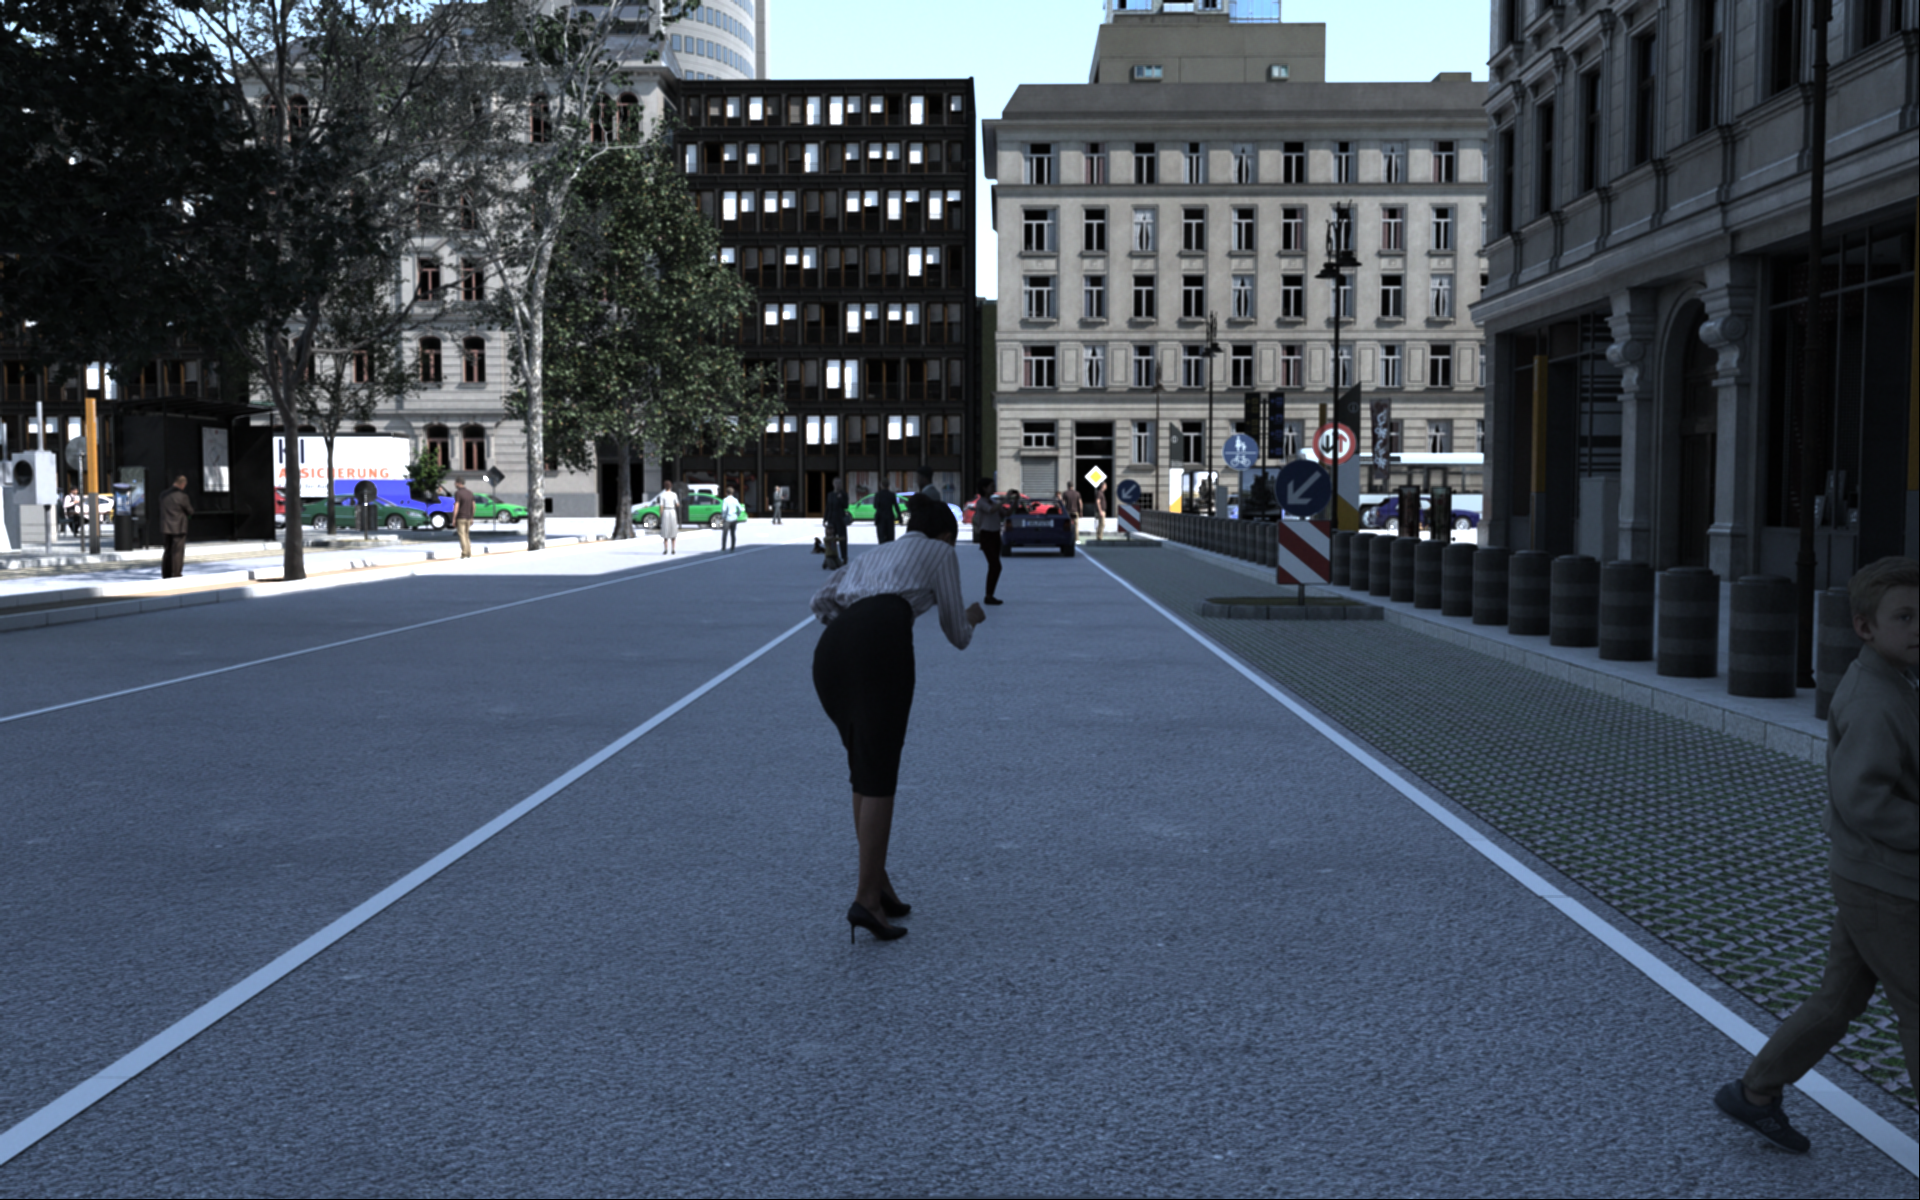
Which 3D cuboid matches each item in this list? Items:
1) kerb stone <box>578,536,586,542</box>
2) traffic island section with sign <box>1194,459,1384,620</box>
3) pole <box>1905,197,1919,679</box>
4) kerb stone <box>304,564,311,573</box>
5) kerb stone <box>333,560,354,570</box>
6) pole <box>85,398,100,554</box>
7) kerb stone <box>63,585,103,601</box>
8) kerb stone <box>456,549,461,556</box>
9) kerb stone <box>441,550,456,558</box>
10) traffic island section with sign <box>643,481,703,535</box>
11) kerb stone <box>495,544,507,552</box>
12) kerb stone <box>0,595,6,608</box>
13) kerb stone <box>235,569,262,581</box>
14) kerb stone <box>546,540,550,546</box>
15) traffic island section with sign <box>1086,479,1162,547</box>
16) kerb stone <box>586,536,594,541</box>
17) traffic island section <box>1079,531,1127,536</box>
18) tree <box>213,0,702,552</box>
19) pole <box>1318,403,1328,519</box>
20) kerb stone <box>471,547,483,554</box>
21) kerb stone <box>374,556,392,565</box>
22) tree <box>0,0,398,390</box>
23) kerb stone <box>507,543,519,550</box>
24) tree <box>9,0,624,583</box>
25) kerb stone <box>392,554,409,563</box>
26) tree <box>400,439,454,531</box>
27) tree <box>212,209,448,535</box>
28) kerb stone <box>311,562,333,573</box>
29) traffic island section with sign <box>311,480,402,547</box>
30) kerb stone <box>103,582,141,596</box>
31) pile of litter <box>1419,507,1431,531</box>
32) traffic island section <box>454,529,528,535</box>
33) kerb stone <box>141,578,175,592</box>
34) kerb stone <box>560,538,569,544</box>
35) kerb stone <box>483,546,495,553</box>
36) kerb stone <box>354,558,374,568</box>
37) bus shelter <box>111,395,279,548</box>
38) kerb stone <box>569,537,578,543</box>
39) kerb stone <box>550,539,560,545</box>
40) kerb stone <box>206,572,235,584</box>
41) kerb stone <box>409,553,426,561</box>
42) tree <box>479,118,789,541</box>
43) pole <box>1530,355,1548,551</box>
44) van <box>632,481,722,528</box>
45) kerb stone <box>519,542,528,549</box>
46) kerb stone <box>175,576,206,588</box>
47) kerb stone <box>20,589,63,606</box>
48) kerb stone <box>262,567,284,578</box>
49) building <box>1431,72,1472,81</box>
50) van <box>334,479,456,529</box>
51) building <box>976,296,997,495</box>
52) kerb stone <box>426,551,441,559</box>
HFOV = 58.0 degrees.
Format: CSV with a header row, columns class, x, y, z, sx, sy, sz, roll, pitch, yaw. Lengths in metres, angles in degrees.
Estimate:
class,x,y,z,sx,sy,sz,roll,pitch,yaw
kerb stone,-11.334,-1.776,51.352,0.120,0.150,1.000,0,4,1
traffic island section with sign,3.826,-0.727,20.520,1.989,1.847,2.006,0,4,1
pole,6.658,-1.108,11.963,0.158,3.312,0.155,0,3,0
kerb stone,-11.829,-0.523,30.755,0.120,0.150,1.000,0,4,1
kerb stone,-11.787,-0.650,32.829,0.120,0.150,1.000,0,4,1
pole,-18.465,-2.632,36.876,0.158,3.312,0.155,0,3,0
kerb stone,-12.008,-0.083,23.560,0.120,0.150,1.000,0,4,1
kerb stone,-11.612,-1.091,40.037,0.120,0.150,1.000,0,4,1
kerb stone,-11.636,-1.023,39.011,0.120,0.150,1.000,0,4,1
traffic island section with sign,-10.043,-3.258,61.410,2.006,1.907,1.989,0,4,1
kerb stone,-11.535,-1.280,43.124,0.120,0.150,1.000,0,4,1
kerb stone,-12.045,0.043,21.495,0.120,0.150,1.000,0,4,1
kerb stone,-11.878,-0.398,28.702,0.120,0.150,1.000,0,4,1
kerb stone,-11.430,-1.531,47.235,0.120,0.150,1.000,0,4,1
traffic island section with sign,4.471,-2.381,47.550,1.989,1.847,2.006,0,4,1
kerb stone,-11.313,-1.846,52.377,0.120,0.150,1.000,0,4,1
traffic island section,4.784,-2.357,60.819,2.009,0.180,2.903,0,4,1
tree,-11.231,-11.191,41.327,12.611,20.169,13.585,0,3,0
pole,8.187,-2.769,39.109,0.158,3.312,0.155,0,3,0
kerb stone,-11.582,-1.154,41.062,0.120,0.150,1.000,0,4,1
kerb stone,-11.734,-0.777,34.892,0.120,0.150,1.000,0,4,1
tree,-10.943,-5.941,16.609,9.611,12.733,9.660,0,3,0
kerb stone,-11.514,-1.343,44.151,0.120,0.150,1.000,0,4,1
tree,-10.824,-7.026,27.698,12.009,13.543,11.850,0,3,0
kerb stone,-11.711,-0.838,35.921,0.120,0.150,1.000,0,4,1
tree,-18.827,-4.057,60.927,1.663,3.219,1.824,0,3,0
tree,-19.938,-7.314,53.998,8.767,10.594,7.601,1,4,16
kerb stone,-11.806,-0.587,31.790,0.120,0.150,1.000,0,4,1
traffic island section with sign,-16.499,-2.384,47.608,1.989,1.847,2.006,0,4,1
kerb stone,-11.977,-0.147,24.593,0.120,0.150,1.000,0,4,1
pile of litter,16.133,-2.841,60.408,1.719,0.858,1.176,-3,4,-38
traffic island section,-16.501,-2.388,61.329,2.009,0.180,2.903,0,4,1
kerb stone,-11.953,-0.204,25.618,0.120,0.150,1.000,0,4,1
kerb stone,-11.384,-1.657,49.291,0.120,0.150,1.000,0,4,1
kerb stone,-11.561,-1.217,42.099,0.120,0.150,1.000,0,4,1
kerb stone,-11.756,-0.711,33.862,0.120,0.150,1.000,0,4,1
bus shelter,-19.258,-3.235,44.180,1.731,3.624,6.357,0,4,2
kerb stone,-11.370,-1.721,50.327,0.120,0.150,1.000,0,4,1
kerb stone,-11.414,-1.593,48.260,0.120,0.150,1.000,0,4,1
kerb stone,-11.905,-0.325,27.672,0.120,0.150,1.000,0,4,1
kerb stone,-11.681,-0.902,36.957,0.120,0.150,1.000,0,4,1
tree,-10.268,-8.150,52.725,9.611,12.733,9.660,0,3,0
pole,8.547,-1.941,25.581,0.158,3.312,0.155,0,3,0
van,-12.075,-4.046,73.156,4.112,2.044,2.013,0,4,0
kerb stone,-11.489,-1.402,45.177,0.120,0.150,1.000,0,4,1
kerb stone,-11.925,-0.272,26.646,0.120,0.150,1.000,0,4,1
kerb stone,-12.029,-0.020,22.529,0.120,0.150,1.000,0,4,1
kerb stone,-11.852,-0.461,29.730,0.120,0.150,1.000,0,4,1
building,51.999,-35.484,203.858,21.600,48.544,21.300,0,4,1
van,-22.751,-4.049,70.592,5.245,2.365,2.240,0,4,0
building,1.220,-29.658,256.604,14.107,30.474,14.160,0,4,1
kerb stone,-11.655,-0.965,37.985,0.120,0.150,1.000,0,4,1
